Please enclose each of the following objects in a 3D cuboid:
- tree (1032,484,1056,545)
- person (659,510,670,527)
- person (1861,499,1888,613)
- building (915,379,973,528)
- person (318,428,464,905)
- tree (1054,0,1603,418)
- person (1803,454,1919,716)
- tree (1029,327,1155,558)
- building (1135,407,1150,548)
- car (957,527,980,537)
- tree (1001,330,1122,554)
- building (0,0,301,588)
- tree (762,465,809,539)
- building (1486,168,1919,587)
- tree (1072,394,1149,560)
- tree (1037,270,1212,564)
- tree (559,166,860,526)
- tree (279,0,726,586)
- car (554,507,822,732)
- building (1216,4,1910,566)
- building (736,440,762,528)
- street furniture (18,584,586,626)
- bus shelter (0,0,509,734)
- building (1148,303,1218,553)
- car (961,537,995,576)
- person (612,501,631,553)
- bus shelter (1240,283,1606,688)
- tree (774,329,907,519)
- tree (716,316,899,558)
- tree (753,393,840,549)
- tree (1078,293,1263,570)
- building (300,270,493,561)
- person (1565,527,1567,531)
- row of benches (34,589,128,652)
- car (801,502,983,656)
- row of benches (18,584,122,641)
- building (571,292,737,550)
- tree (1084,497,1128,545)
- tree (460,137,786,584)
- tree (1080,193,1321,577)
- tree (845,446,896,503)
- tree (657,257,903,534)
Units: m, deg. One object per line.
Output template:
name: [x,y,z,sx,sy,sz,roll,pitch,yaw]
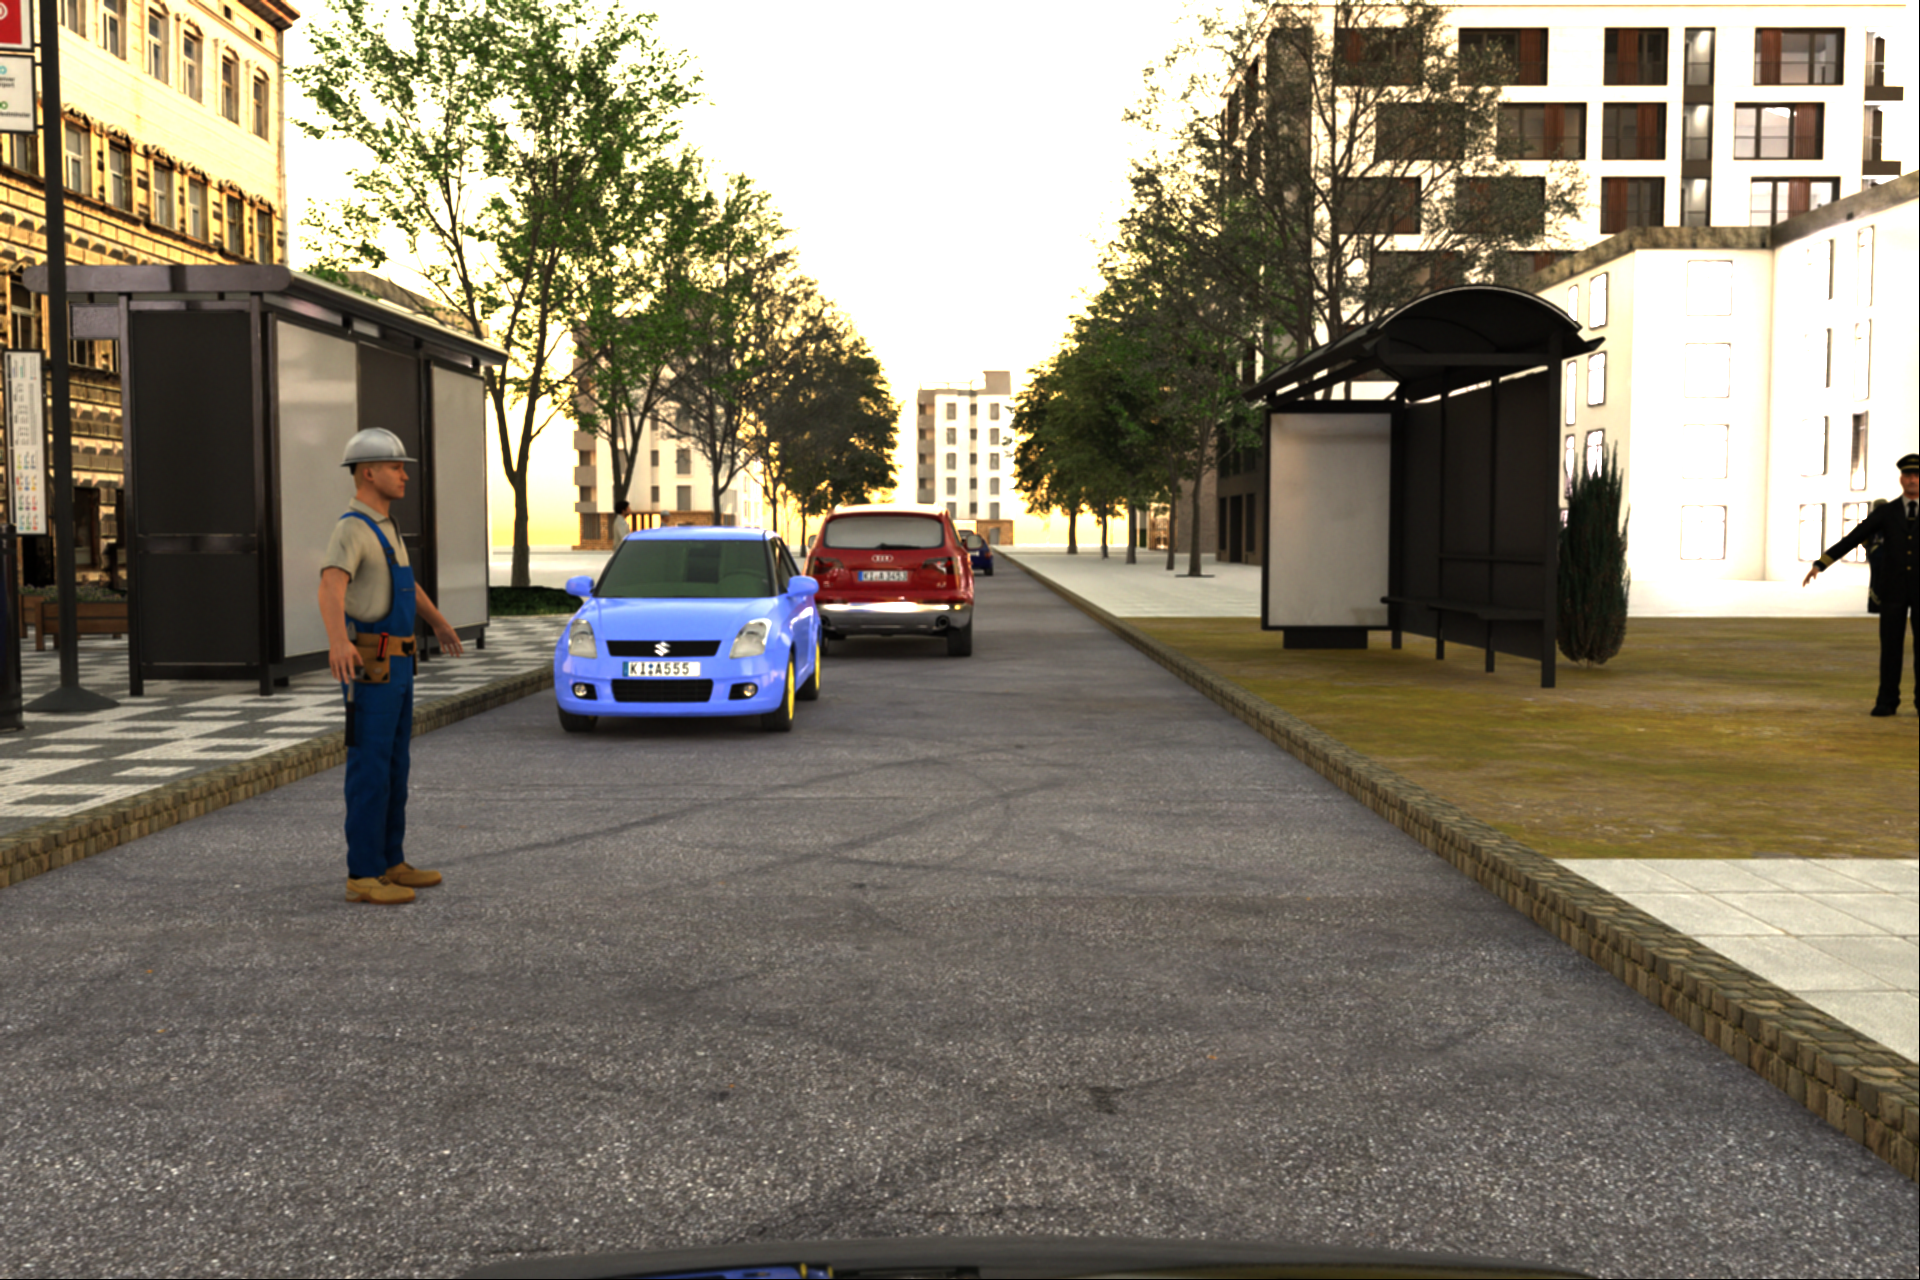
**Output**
tree: [10.299,-15.110,197.406,4.360,8.622,3.978,0,3,0]
person: [-6.896,-2.128,40.651,0.705,1.847,1.347,-1,4,-10]
person: [14.930,-1.364,28.083,0.705,1.856,1.354,1,4,13]
building: [-4.929,-21.131,204.371,11.380,20.090,16.016,0,4,4]
person: [-2.272,0.090,6.848,0.705,1.847,1.347,0,4,0]
tree: [7.023,-7.512,33.195,12.009,13.543,11.850,0,3,0]
person: [6.665,-0.380,12.151,1.347,1.837,0.705,2,4,33]
tree: [7.380,-10.677,92.696,7.486,12.596,7.792,0,3,0]
building: [25.494,-17.820,157.814,16.747,18.905,31.486,0,3,0]
car: [0.042,-5.630,100.718,2.281,1.827,5.304,0,4,-1]
tree: [7.238,-12.440,110.045,9.857,13.997,8.962,0,3,0]
building: [-28.831,-12.876,41.448,19.493,23.208,18.063,0,3,0]
tree: [-20.496,-16.381,202.240,7.601,10.594,8.767,0,4,-6]
building: [22.866,-6.443,47.496,9.099,9.664,28.070,0,4,1]
tree: [7.211,-8.228,84.895,4.737,8.622,4.395,0,3,0]
tree: [7.207,-9.588,74.889,7.486,12.596,7.792,0,3,0]
tree: [-7.988,-8.993,57.404,12.009,13.543,11.850,0,3,0]
tree: [-8.146,-6.467,31.496,9.928,11.665,9.643,0,3,0]
car: [-2.049,-0.250,13.675,1.945,1.707,3.694,0,4,0]
building: [26.027,-14.650,83.502,27.936,21.610,32.646,0,4,0]
building: [-23.537,-13.784,167.511,9.099,9.664,28.070,0,4,1]
street furniture: [-11.017,-0.653,26.304,10.072,0.657,5.734,0,4,0]
bus shelter: [-6.220,-2.286,15.010,2.179,5.291,8.768,0,4,1]
building: [24.285,-18.214,128.723,19.493,23.208,18.063,0,4,0]
car: [0.267,-2.929,60.473,1.945,1.354,3.894,0,4,-1]
person: [-5.296,-1.296,27.378,0.705,1.806,1.347,-1,4,-17]
bus shelter: [4.179,-1.399,16.793,2.014,3.302,5.546,0,4,0]
tree: [-7.859,-12.411,109.578,9.857,13.997,8.962,0,3,0]
tree: [-8.440,-11.258,94.442,12.009,13.543,11.850,0,3,0]
tree: [-8.824,-8.328,86.521,4.360,8.622,3.978,0,3,0]
tree: [7.831,-7.772,61.477,7.601,10.594,8.767,-1,4,-13]
building: [-23.332,-7.781,69.371,9.099,9.664,28.070,0,4,1]
person: [12.995,-1.864,36.602,1.348,1.813,0.705,-1,4,-9]
row of benches: [-11.103,-0.216,18.987,4.104,0.672,1.422,-1,4,-10]
car: [-0.847,-0.806,21.844,2.281,1.827,5.304,0,4,0]
row of benches: [-12.125,-0.389,21.828,4.104,0.672,1.422,2,4,27]
building: [-24.400,-17.136,136.589,16.016,20.090,11.380,0,4,1]
tree: [18.057,-16.418,202.839,7.601,10.594,8.767,0,4,0]
tree: [-8.551,-7.234,44.034,9.928,11.665,9.643,0,3,0]
tree: [7.176,-7.693,51.528,9.928,11.665,9.643,0,3,0]
tree: [-11.126,-16.958,203.014,9.928,11.665,9.643,0,3,0]
tree: [-8.127,-10.081,75.195,12.009,13.543,11.850,0,3,0]
